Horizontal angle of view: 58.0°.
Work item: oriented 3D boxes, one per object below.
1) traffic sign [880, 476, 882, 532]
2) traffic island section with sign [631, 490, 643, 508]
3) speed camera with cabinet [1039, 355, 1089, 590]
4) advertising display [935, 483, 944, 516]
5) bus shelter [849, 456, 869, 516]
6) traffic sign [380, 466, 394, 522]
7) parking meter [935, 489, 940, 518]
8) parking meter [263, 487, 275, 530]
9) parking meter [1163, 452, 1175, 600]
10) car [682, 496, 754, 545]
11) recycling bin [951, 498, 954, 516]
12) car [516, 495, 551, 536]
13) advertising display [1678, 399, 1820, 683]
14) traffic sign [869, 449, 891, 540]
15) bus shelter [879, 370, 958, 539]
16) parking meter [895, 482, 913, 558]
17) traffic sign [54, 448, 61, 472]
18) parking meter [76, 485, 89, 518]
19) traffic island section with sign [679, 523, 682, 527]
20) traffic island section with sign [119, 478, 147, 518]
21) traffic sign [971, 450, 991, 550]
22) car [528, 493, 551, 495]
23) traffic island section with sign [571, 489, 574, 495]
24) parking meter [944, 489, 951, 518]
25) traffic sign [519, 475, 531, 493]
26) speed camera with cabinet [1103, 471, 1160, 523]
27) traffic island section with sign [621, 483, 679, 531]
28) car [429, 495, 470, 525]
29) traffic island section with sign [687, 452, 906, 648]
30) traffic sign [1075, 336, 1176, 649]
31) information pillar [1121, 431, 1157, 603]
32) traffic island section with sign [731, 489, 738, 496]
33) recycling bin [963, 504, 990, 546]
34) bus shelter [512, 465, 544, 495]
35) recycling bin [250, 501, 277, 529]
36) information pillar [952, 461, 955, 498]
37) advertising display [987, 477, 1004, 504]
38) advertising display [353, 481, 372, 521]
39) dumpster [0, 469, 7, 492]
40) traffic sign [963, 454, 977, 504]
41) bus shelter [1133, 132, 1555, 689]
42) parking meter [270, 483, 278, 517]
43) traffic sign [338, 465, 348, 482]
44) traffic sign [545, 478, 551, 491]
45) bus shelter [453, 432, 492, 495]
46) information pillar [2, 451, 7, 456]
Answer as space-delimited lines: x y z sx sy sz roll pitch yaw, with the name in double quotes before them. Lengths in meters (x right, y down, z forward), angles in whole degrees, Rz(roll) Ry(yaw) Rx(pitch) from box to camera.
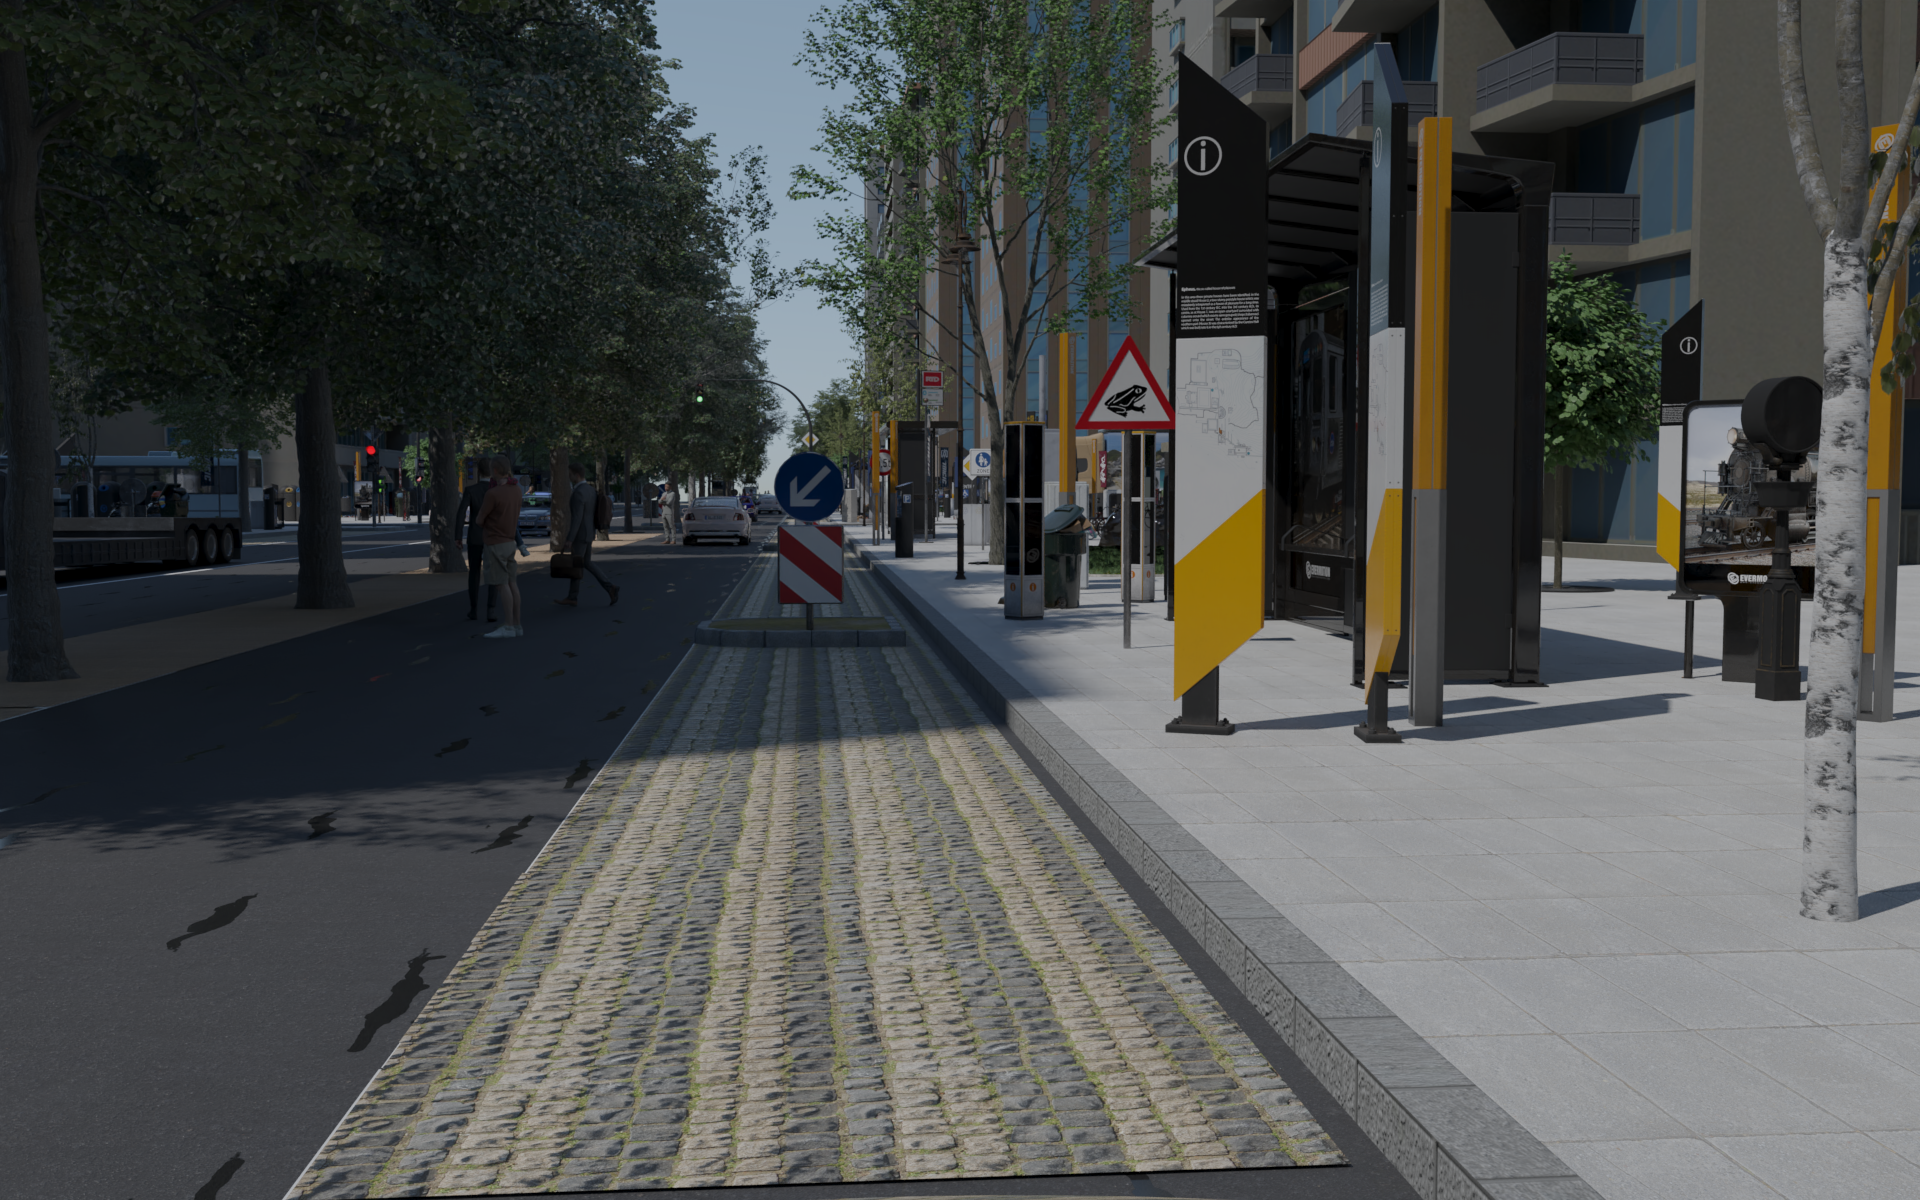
"traffic sign" -2.652 -3.461 58.714 0.606 2.300 0.079 0 4 4
"traffic island section with sign" -32.475 -10.180 175.072 1.989 1.847 2.006 0 4 -5
"speed camera with cabinet" 1.397 -1.820 24.090 0.660 3.252 2.038 0 4 -3
"advertising display" -1.422 -5.993 103.201 0.974 1.923 0.123 -2 4 -30
"bus shelter" -4.853 -6.068 93.127 2.014 3.302 5.546 0 4 -5
"traffic sign" -26.778 -4.923 80.498 0.884 2.594 0.081 0 4 -4
"parking meter" -1.309 -5.290 94.902 0.372 1.533 0.369 0 3 0
"parking meter" -24.655 -3.264 61.780 0.372 1.533 0.369 0 3 0
"parking meter" 2.651 -0.923 20.799 0.255 1.863 0.399 -2 4 -35
"car" -6.973 -2.291 49.819 2.083 1.381 4.827 0 4 -6
"recycling bin" -0.301 -5.554 103.355 0.722 1.027 0.722 -2 4 -25
"car" -14.810 -2.953 60.291 2.014 1.417 4.499 0 4 -7
"advertising display" 5.387 -0.398 11.726 0.974 1.923 0.123 3 5 41
"traffic sign" -2.158 -2.969 48.645 0.768 2.556 0.104 0 4 -1
"bus shelter" -1.396 -4.656 53.756 2.179 5.291 8.768 0 4 -5
"parking meter" -1.126 -1.623 34.944 0.372 1.533 0.369 0 3 0
"traffic sign" -23.999 -2.776 45.500 0.768 2.556 0.104 0 4 -2
"parking meter" -24.867 -2.494 49.188 0.372 1.533 0.369 0 3 0
"traffic island section with sign" -12.963 -4.151 76.007 2.006 1.907 1.989 0 4 -5
"traffic island section with sign" -20.621 -2.092 42.832 1.989 1.847 2.006 0 4 -5
"traffic sign" 0.523 -2.277 39.365 0.606 2.300 0.079 0 4 -5
"car" -20.138 -4.468 82.643 1.945 1.707 3.694 0 4 -4
"traffic island section with sign" -27.952 -7.092 124.580 1.989 1.847 2.006 0 4 -5
"parking meter" -0.680 -5.177 93.058 0.372 1.533 0.369 0 3 0
"traffic sign" -29.369 -7.147 116.957 0.768 2.556 0.104 0 4 -4
"speed camera with cabinet" 6.407 -4.302 64.672 2.038 3.252 0.660 0 4 -3
"traffic island section with sign" -12.312 -3.700 68.629 2.006 1.907 1.989 0 4 -5
"car" -23.954 -4.282 82.367 2.083 1.381 4.827 0 4 -6
"traffic island section with sign" -1.582 -0.512 16.997 1.989 1.847 2.006 0 4 -5
"traffic sign" 1.386 -0.875 14.306 0.884 2.594 0.081 0 4 2
"information pillar" 2.107 -0.976 20.450 0.304 2.012 0.304 3 4 36
"traffic island section with sign" -19.675 -8.729 150.847 2.006 1.907 1.989 0 4 -5
"recycling bin" 0.356 -1.882 43.323 0.722 1.027 0.722 1 4 10
"bus shelter" -31.198 -7.962 124.109 2.014 3.302 5.546 0 4 -5
"recycling bin" -25.708 -3.143 63.942 0.722 1.027 0.722 0 4 1
"information pillar" -0.451 -8.074 123.371 0.183 3.616 0.504 1 4 14
"advertising display" 1.536 -3.790 67.180 0.974 1.923 0.123 0 4 -3
"advertising display" -28.523 -4.756 82.969 0.974 1.923 0.123 -2 4 -25
"dumpster" -22.521 -2.156 41.003 1.264 1.857 1.865 0 4 -5
"traffic sign" 0.326 -2.790 46.807 0.795 2.450 0.064 0 4 -4
"bus shelter" 2.860 -1.418 14.471 1.731 3.624 6.357 0 4 -5
"parking meter" -37.567 -5.459 94.970 0.399 1.863 0.255 -3 5 -43
"traffic sign" -28.188 -4.804 78.556 0.884 2.594 0.081 0 4 0
"traffic sign" -32.403 -8.355 136.713 0.768 2.556 0.104 0 4 3
"bus shelter" -28.491 -7.514 100.482 2.179 5.291 8.768 0 4 -5
"information pillar" -50.385 -6.120 91.420 0.183 3.616 0.504 2 4 30
